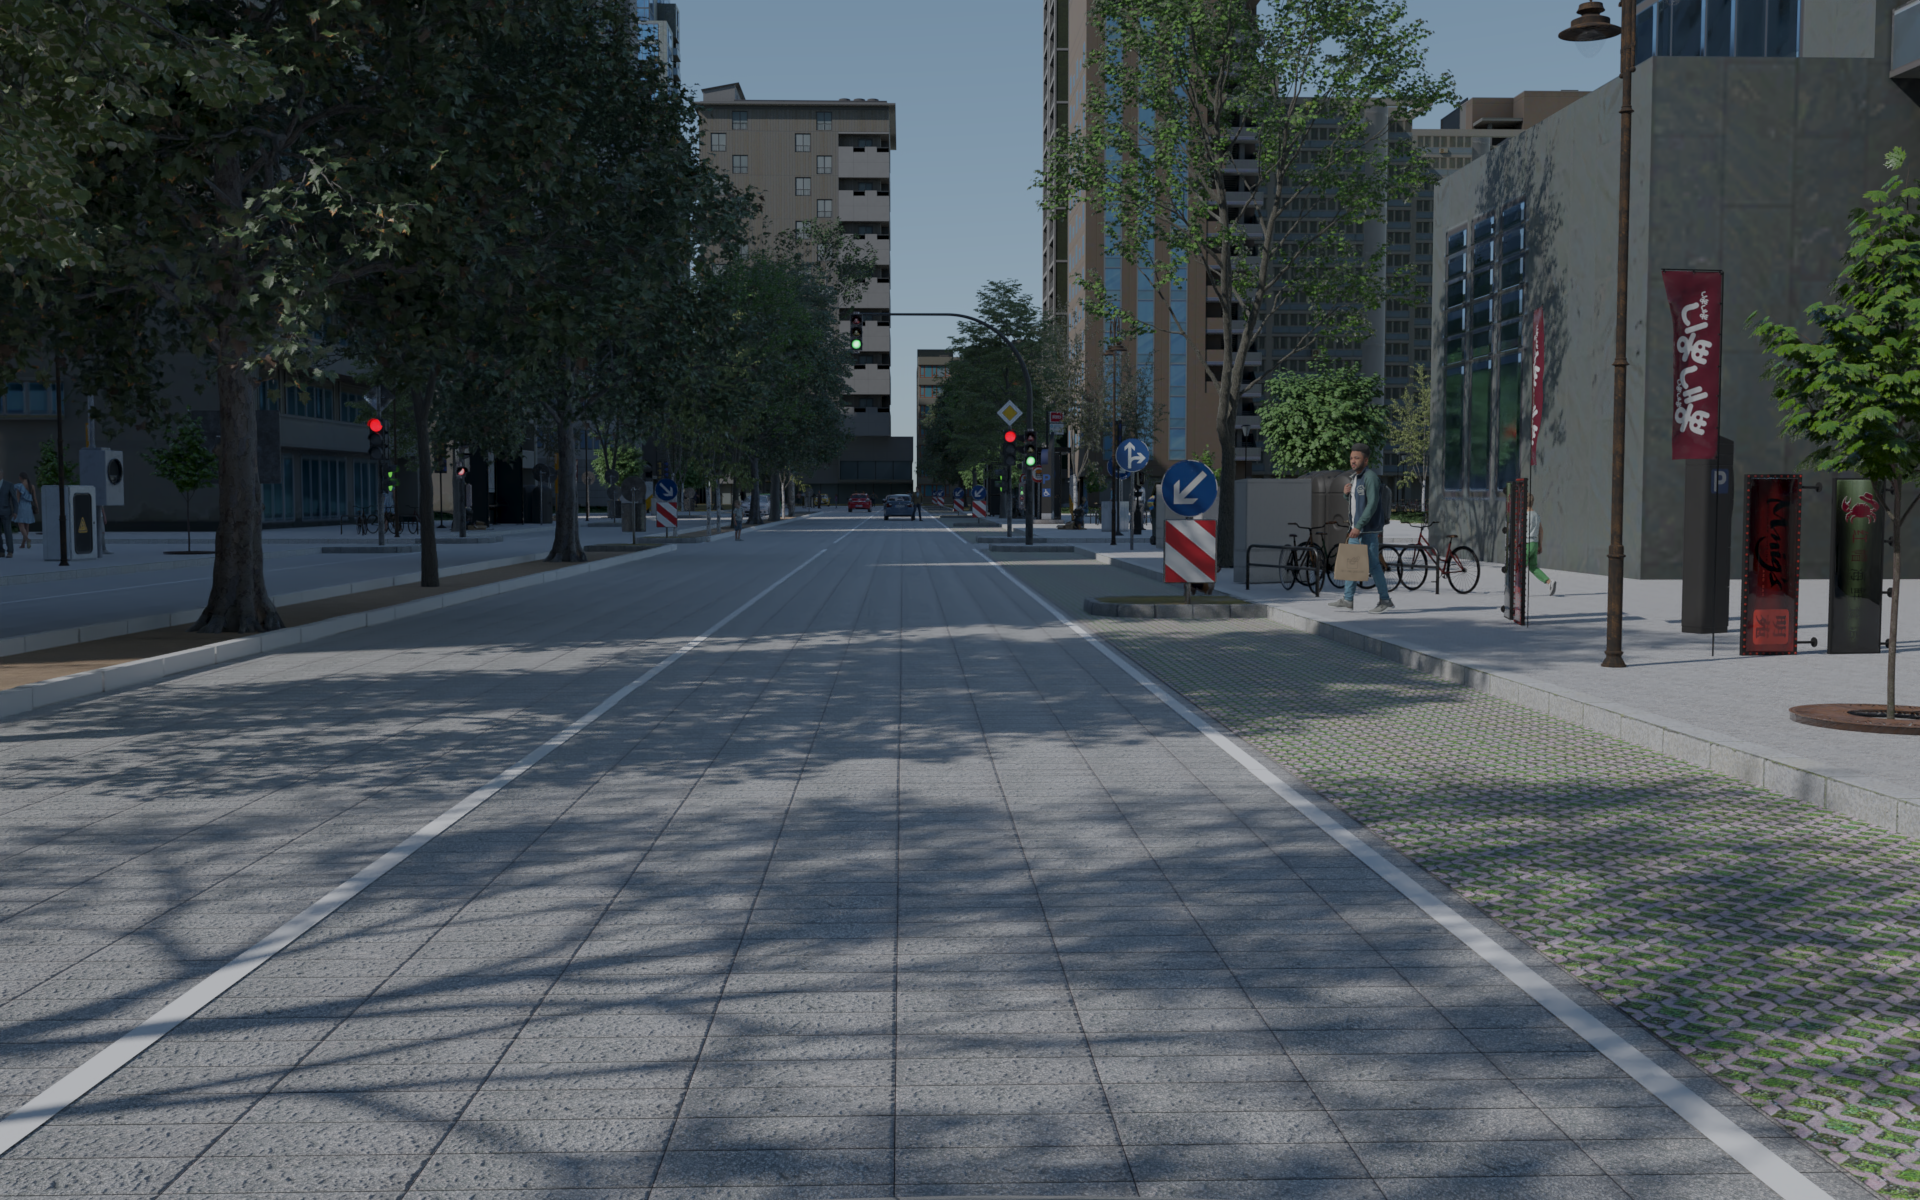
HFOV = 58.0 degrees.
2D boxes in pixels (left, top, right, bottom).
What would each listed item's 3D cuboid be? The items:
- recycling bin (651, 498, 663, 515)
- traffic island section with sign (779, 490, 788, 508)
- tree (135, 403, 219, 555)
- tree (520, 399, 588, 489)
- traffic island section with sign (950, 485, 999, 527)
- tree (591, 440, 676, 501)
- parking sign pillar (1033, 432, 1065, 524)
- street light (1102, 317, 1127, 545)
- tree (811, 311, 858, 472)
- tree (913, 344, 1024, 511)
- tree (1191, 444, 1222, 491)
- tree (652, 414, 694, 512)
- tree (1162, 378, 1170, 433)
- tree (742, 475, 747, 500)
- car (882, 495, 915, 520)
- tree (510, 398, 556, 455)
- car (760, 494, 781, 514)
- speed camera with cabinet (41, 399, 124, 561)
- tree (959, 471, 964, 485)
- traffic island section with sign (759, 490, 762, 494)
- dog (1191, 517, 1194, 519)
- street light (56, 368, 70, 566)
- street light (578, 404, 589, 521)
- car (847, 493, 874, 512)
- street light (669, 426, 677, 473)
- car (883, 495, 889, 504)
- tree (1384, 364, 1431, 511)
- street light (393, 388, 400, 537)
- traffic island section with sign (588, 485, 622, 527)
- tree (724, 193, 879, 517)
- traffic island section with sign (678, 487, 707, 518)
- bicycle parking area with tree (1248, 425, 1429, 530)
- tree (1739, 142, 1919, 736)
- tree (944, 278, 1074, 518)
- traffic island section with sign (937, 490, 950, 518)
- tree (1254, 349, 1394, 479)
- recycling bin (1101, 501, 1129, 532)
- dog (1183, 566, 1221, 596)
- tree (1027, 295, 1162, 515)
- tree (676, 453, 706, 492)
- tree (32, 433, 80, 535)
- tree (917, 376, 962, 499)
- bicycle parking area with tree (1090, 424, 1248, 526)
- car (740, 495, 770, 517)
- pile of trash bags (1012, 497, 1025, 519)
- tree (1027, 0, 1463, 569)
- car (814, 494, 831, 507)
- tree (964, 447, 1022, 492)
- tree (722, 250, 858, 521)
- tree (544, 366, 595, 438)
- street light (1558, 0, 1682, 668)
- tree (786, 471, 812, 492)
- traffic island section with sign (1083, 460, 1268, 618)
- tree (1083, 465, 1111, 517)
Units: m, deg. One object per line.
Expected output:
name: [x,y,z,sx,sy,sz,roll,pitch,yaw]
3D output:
recycling bin: [-18.229,-5.608,104.249,0.722,1.027,0.722,-1,4,-11]
traffic island section with sign: [-18.639,-10.485,180.059,1.989,1.847,2.006,0,4,-2]
tree: [-16.391,-2.594,37.019,1.663,3.219,1.824,0,3,0]
tree: [-24.683,-9.467,105.147,4.360,8.622,3.978,0,3,0]
traffic island section with sign: [0.698,-4.143,76.362,1.989,1.847,2.006,0,4,-2]
tree: [-19.542,-7.087,99.590,4.285,4.588,4.351,0,3,0]
parking sign pillar: [3.776,-5.250,74.306,1.447,3.967,1.447,1,4,9]
street light: [3.861,-4.318,43.386,0.468,5.910,1.993,0,4,-2]
tree: [-9.663,-9.897,81.288,9.611,12.733,9.660,0,3,0]
tree: [1.222,-13.175,132.420,9.611,12.733,9.660,0,3,0]
tree: [9.458,-4.382,66.255,1.663,3.219,1.824,0,3,0]
tree: [-19.658,-10.502,122.071,4.360,8.622,3.978,0,3,0]
tree: [8.210,-8.113,83.017,4.360,8.622,3.978,0,3,0]
tree: [-21.133,-15.827,169.134,12.009,13.543,11.850,0,3,0]
car: [-3.337,-5.127,95.829,2.014,1.417,4.499,0,4,-2]
tree: [-16.701,-8.605,58.821,7.486,12.596,7.792,0,3,0]
car: [-13.467,-6.822,120.339,1.959,1.807,4.718,0,3,0]
speed camera with cabinet: [-17.170,-2.421,33.923,0.660,3.252,2.038,0,4,2]
tree: [1.474,-9.805,144.019,4.285,4.588,4.351,0,3,0]
traffic island section with sign: [-17.755,-8.834,153.068,1.989,1.847,2.006,0,4,-2]
dog: [5.328,-1.561,39.900,0.800,0.831,0.513,-3,4,-37]
street light: [-16.028,-3.548,30.804,0.468,5.910,1.993,0,4,-2]
street light: [-17.702,-6.683,82.052,0.468,5.910,1.993,0,4,-2]
car: [-7.962,-7.882,137.908,2.155,1.783,4.494,0,4,-1]
street light: [-18.756,-8.600,113.402,0.468,5.910,1.993,0,4,-2]
car: [-5.796,-8.600,152.977,2.083,1.381,4.827,0,4,-1]
tree: [25.089,-8.803,94.291,4.737,8.622,4.395,0,3,0]
street light: [-16.728,-4.802,51.293,0.468,5.910,1.993,0,4,-2]
traffic island section with sign: [-15.237,-4.137,76.273,1.989,1.847,2.006,0,4,-2]
tree: [-11.819,-15.330,108.999,12.611,20.169,13.585,0,3,0]
traffic island section with sign: [-16.122,-5.791,103.315,1.989,1.847,2.006,0,4,-2]
bicycle parking area with tree: [14.733,-4.357,58.241,8.231,4.147,9.016,1,4,21]
tree: [5.154,-0.925,9.722,1.663,3.219,1.824,0,3,0]
tree: [2.649,-10.612,91.630,7.486,12.596,7.792,0,3,0]
traffic island section with sign: [-0.215,-5.834,104.019,1.989,1.847,2.006,0,4,-2]
tree: [8.246,-3.388,39.111,4.285,4.588,4.351,0,3,0]
recycling bin: [5.308,-2.856,59.252,0.722,1.027,0.722,2,4,33]
dog: [3.108,-0.195,22.482,0.540,0.507,0.406,0,4,7]
tree: [4.531,-6.980,64.488,4.360,8.622,3.978,0,3,0]
tree: [-20.292,-8.924,129.627,4.285,4.588,4.351,0,3,0]
tree: [-28.885,-3.695,55.015,1.663,3.219,1.824,0,3,0]
tree: [0.122,-17.212,188.070,9.857,13.997,8.962,0,3,0]
bicycle parking area with tree: [9.266,-5.182,71.723,8.231,4.147,9.016,1,4,11]
car: [-13.073,-6.074,111.674,2.083,1.381,4.827,0,3,0]
pile of trash bags: [3.624,-4.893,89.753,1.912,1.369,3.447,0,4,-3]
tree: [4.683,-6.358,29.711,9.928,11.665,9.643,0,3,0]
car: [-15.762,-11.490,198.088,2.015,1.641,3.980,0,4,-3]
tree: [2.609,-7.732,110.139,4.285,4.588,4.351,0,3,0]
tree: [-9.808,-11.129,91.065,9.857,13.997,8.962,0,3,0]
tree: [-18.614,-10.163,91.919,9.928,11.665,9.643,0,3,0]
street light: [4.857,-2.440,12.689,0.468,5.910,1.993,0,4,-2]
tree: [-10.248,-9.041,100.640,4.737,8.622,4.395,0,3,0]
traffic island section with sign: [2.522,-0.745,20.801,1.989,1.847,2.006,0,4,-2]
tree: [7.526,-6.354,98.483,1.663,3.219,1.824,0,3,0]
